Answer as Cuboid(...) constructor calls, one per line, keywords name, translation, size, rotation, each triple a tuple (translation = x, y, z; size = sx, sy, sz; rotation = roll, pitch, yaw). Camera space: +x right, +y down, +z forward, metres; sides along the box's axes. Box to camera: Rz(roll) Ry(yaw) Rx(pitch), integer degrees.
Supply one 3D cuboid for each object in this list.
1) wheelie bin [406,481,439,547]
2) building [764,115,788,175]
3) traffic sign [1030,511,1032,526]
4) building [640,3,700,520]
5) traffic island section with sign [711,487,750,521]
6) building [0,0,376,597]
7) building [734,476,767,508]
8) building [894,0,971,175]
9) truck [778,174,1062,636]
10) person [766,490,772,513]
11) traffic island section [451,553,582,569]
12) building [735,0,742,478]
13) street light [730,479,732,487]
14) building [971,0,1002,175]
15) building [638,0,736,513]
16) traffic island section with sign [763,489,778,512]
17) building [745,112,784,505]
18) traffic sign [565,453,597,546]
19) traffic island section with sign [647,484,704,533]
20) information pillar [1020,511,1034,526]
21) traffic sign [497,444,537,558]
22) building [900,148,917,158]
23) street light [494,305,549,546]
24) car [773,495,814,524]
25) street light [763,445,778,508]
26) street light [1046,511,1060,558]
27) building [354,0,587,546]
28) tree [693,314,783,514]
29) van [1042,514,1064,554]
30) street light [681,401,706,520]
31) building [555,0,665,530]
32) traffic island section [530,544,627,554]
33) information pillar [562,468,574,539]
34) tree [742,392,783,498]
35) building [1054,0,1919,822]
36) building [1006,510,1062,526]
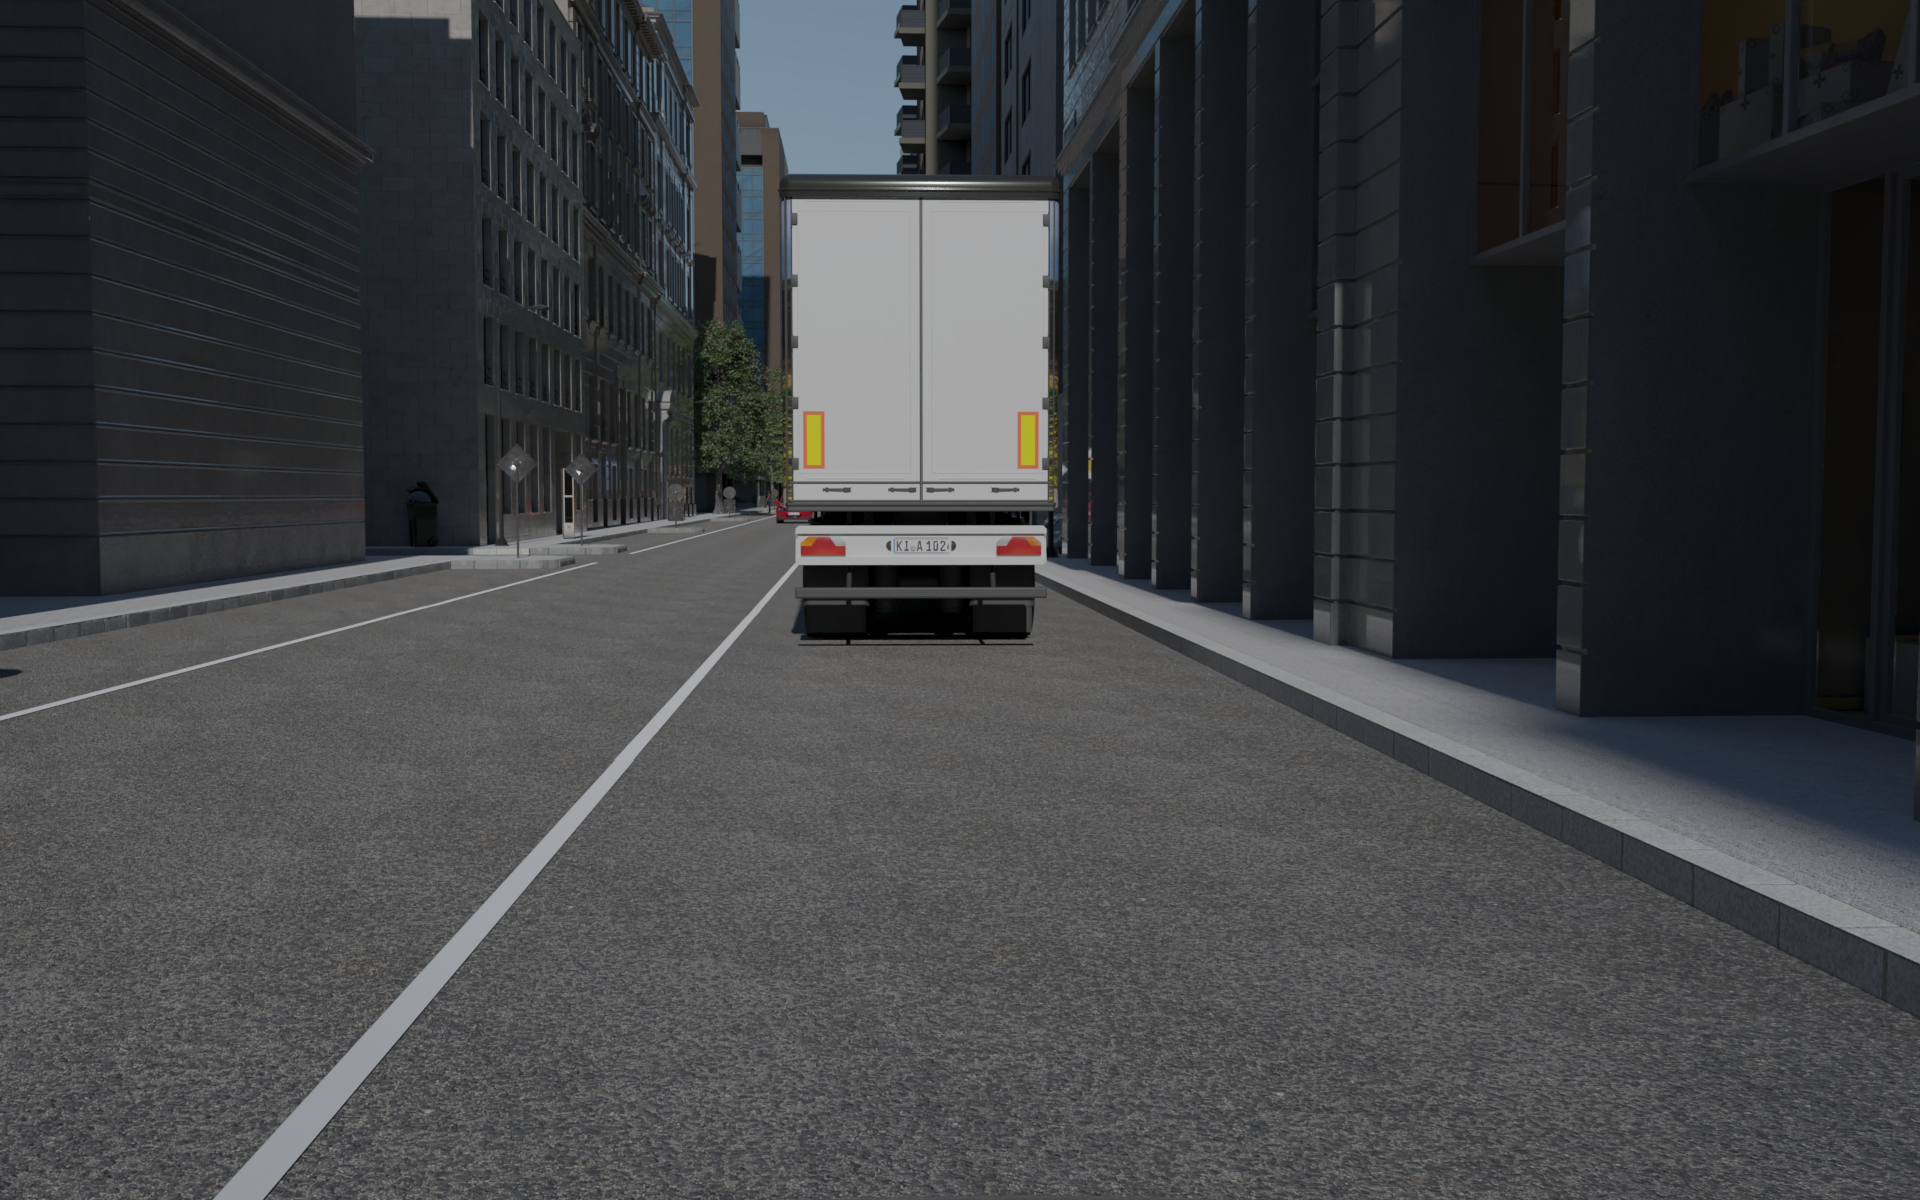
Cuboid(name="wheelie bin", translation=(-13.014, -2.079, 41.892), size=(0.693, 1.594, 0.980), rotation=(-2, 4, -32))
Cuboid(name="building", translation=(-33.220, -36.741, 224.420), size=(21.300, 48.544, 21.600), rotation=(0, 4, -3))
Cuboid(name="traffic sign", translation=(1.437, -1.929, 35.175), size=(0.795, 2.450, 0.064), rotation=(0, 4, -3))
Cuboid(name="building", translation=(-21.544, -18.812, 93.483), size=(13.634, 28.700, 20.117), rotation=(0, 4, -3))
Cuboid(name="traffic island section with sign", translation=(-12.246, -5.124, 92.405), size=(1.989, 1.847, 2.006), rotation=(0, 4, -3))
Cuboid(name="building", translation=(-22.642, -11.280, 26.231), size=(24.055, 21.916, 13.314), rotation=(0, 4, -3))
Cuboid(name="building", translation=(-35.629, -29.230, 169.790), size=(32.217, 40.220, 23.993), rotation=(0, 4, -3))
Cuboid(name="building", translation=(7.253, -27.471, 103.778), size=(22.147, 44.769, 28.867), rotation=(0, 4, -3))
Cuboid(name="truck", translation=(-0.527, -1.952, 20.827), size=(2.839, 4.237, 11.283), rotation=(0, 4, -2))
Cuboid(name="person", translation=(-14.359, -7.371, 129.731), size=(0.721, 1.735, 1.217), rotation=(0, 4, 2))
Cuboid(name="traffic island section", translation=(-8.864, -0.757, 34.658), size=(2.009, 0.180, 2.903), rotation=(0, 4, -3))
Cuboid(name="building", translation=(-32.323, -33.906, 143.605), size=(28.713, 52.752, 27.495), rotation=(0, 4, -3))
Cuboid(name="street light", translation=(-15.236, -8.971, 119.211), size=(1.470, 5.913, 1.316), rotation=(0, 4, -3))
Cuboid(name="building", translation=(7.821, -25.779, 71.603), size=(14.600, 45.320, 14.200), rotation=(0, 4, -3))
Cuboid(name="building", translation=(-23.375, -28.954, 123.508), size=(14.600, 45.320, 14.200), rotation=(0, 4, -3))
Cuboid(name="traffic island section with sign", translation=(-15.133, -8.141, 141.740), size=(1.989, 1.847, 2.006), rotation=(0, 4, -3))
Cuboid(name="building", translation=(-28.108, -34.056, 206.919), size=(14.600, 45.320, 14.200), rotation=(0, 4, -3))
Cuboid(name="traffic sign", translation=(-9.306, -2.381, 42.569), size=(0.795, 2.450, 0.064), rotation=(0, 4, -3))
Cuboid(name="traffic island section with sign", translation=(-10.659, -3.456, 65.129), size=(1.989, 1.847, 2.006), rotation=(0, 4, -3))
Cuboid(name="information pillar", translation=(1.636, -2.317, 42.369), size=(0.304, 2.012, 0.304), rotation=(1, 4, 16))
Cuboid(name="traffic sign", translation=(-8.841, -1.893, 34.598), size=(0.795, 2.450, 0.064), rotation=(0, 4, -3))
Cuboid(name="building", translation=(3.432, -36.651, 218.846), size=(23.786, 49.044, 30.456), rotation=(0, 4, -3))
Cuboid(name="street light", translation=(-10.791, -4.290, 42.678), size=(1.470, 5.913, 1.316), rotation=(0, 4, -3))
Cuboid(name="car", translation=(-8.124, -4.684, 85.625), size=(2.155, 1.783, 4.494), rotation=(0, 4, -3))
Cuboid(name="street light", translation=(-17.878, -11.693, 163.715), size=(1.470, 5.913, 1.316), rotation=(0, 4, -3))
Cuboid(name="street light", translation=(1.297, -3.810, 34.830), size=(1.470, 5.913, 1.316), rotation=(0, 4, -3))
Cuboid(name="building", translation=(-17.492, -11.949, 50.115), size=(10.420, 20.320, 16.860), rotation=(0, 4, -3))
Cuboid(name="tree", translation=(-15.377, -11.832, 110.456), size=(9.611, 12.733, 9.660), rotation=(0, 3, 0))
Cuboid(name="van", translation=(3.802, -1.920, 38.411), size=(4.112, 2.044, 2.013), rotation=(0, 4, -2))
Cuboid(name="street light", translation=(-13.287, -6.946, 86.107), size=(1.470, 5.913, 1.316), rotation=(0, 4, -3))
Cuboid(name="building", translation=(-19.656, -16.744, 71.028), size=(12.463, 27.353, 25.104), rotation=(0, 4, -3))
Cuboid(name="traffic island section", translation=(-9.329, -1.245, 42.630), size=(2.009, 0.180, 2.903), rotation=(0, 4, -3))
Cuboid(name="information pillar", translation=(-11.229, -2.759, 49.609), size=(0.304, 2.012, 0.304), rotation=(-1, 4, -20))
Cuboid(name="tree", translation=(-21.230, -16.791, 192.655), size=(7.486, 12.596, 7.792), rotation=(0, 3, 0))
Cuboid(name="building", translation=(8.311, -14.835, 20.042), size=(11.434, 29.767, 29.804), rotation=(0, 4, -3))
Cuboid(name="building", translation=(12.206, -37.423, 50.112), size=(20.611, 71.187, 20.563), rotation=(0, 4, -3))
